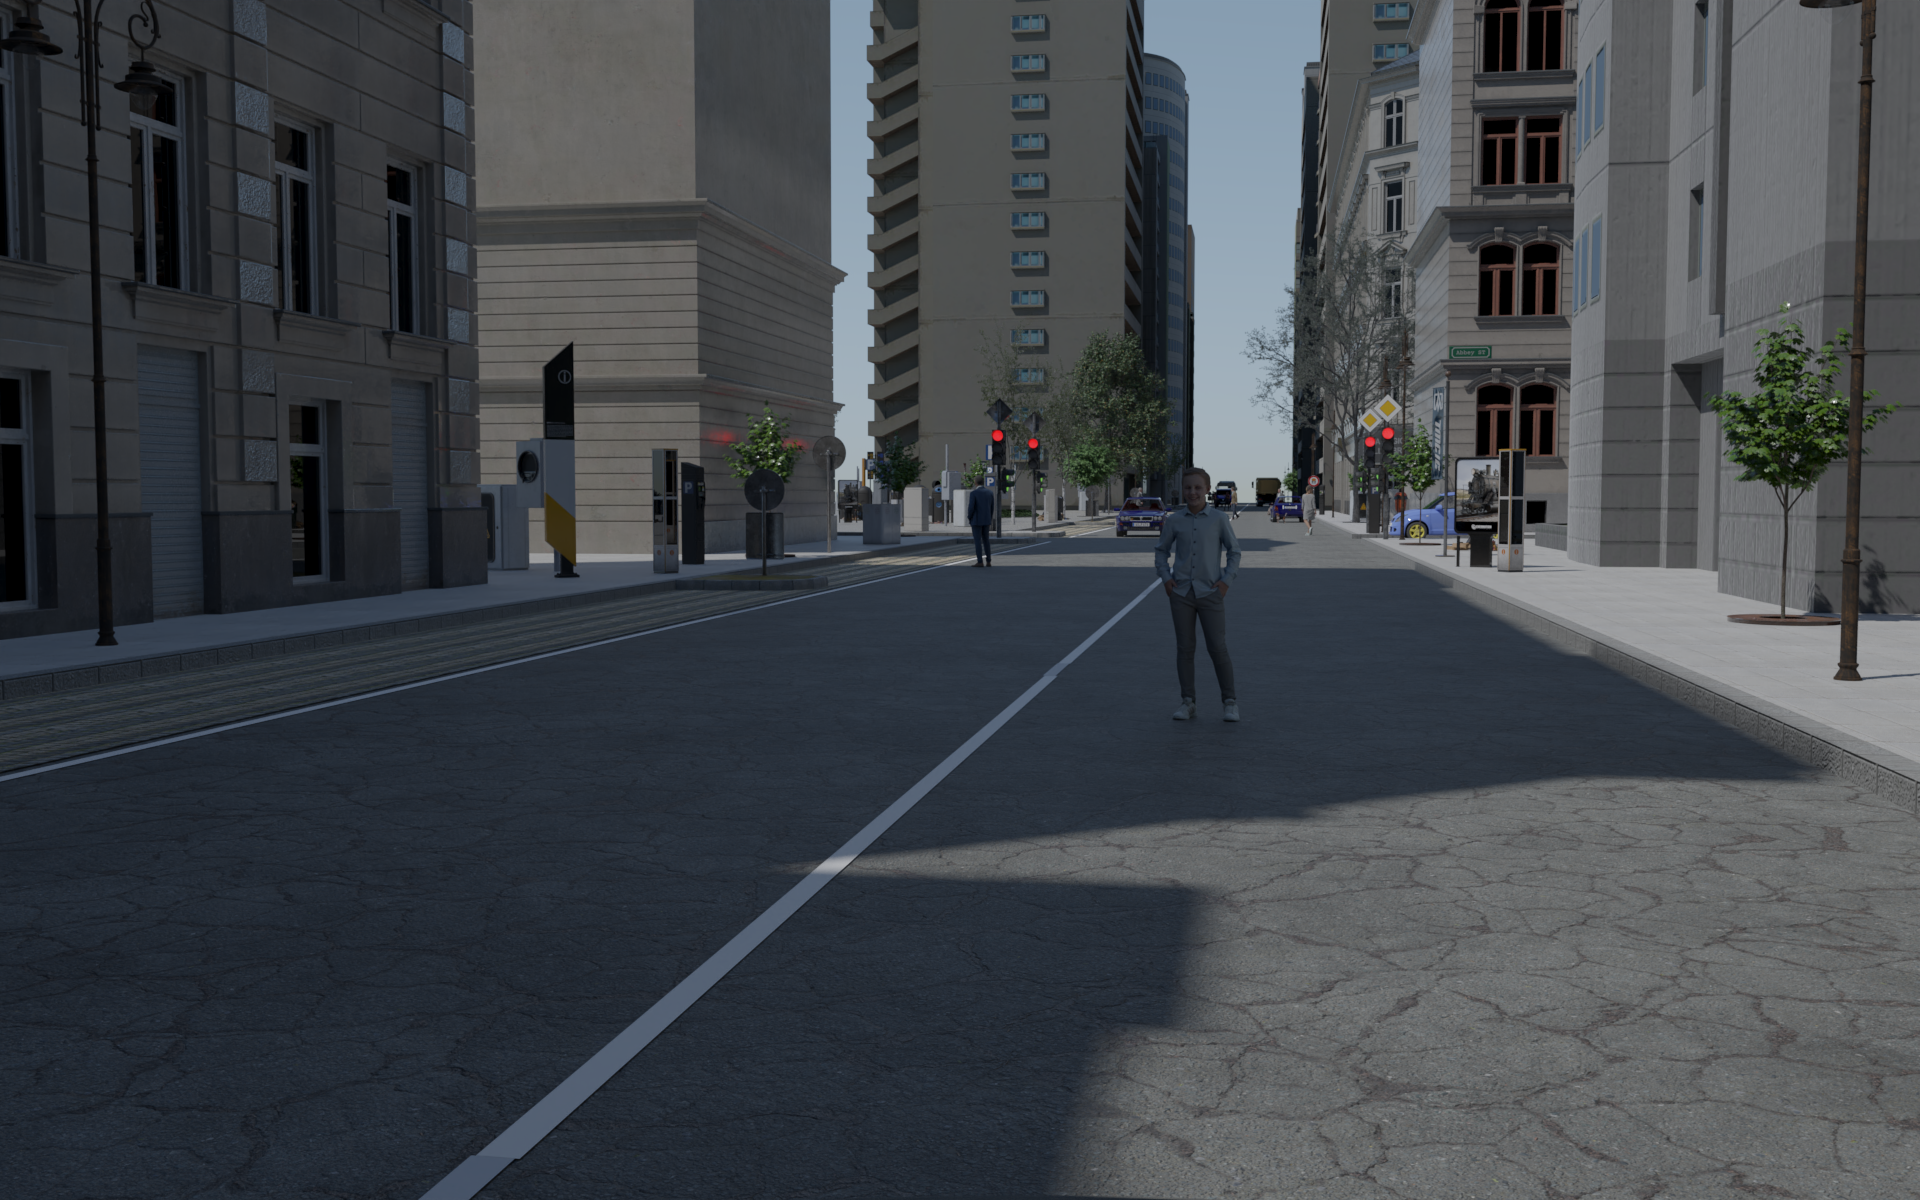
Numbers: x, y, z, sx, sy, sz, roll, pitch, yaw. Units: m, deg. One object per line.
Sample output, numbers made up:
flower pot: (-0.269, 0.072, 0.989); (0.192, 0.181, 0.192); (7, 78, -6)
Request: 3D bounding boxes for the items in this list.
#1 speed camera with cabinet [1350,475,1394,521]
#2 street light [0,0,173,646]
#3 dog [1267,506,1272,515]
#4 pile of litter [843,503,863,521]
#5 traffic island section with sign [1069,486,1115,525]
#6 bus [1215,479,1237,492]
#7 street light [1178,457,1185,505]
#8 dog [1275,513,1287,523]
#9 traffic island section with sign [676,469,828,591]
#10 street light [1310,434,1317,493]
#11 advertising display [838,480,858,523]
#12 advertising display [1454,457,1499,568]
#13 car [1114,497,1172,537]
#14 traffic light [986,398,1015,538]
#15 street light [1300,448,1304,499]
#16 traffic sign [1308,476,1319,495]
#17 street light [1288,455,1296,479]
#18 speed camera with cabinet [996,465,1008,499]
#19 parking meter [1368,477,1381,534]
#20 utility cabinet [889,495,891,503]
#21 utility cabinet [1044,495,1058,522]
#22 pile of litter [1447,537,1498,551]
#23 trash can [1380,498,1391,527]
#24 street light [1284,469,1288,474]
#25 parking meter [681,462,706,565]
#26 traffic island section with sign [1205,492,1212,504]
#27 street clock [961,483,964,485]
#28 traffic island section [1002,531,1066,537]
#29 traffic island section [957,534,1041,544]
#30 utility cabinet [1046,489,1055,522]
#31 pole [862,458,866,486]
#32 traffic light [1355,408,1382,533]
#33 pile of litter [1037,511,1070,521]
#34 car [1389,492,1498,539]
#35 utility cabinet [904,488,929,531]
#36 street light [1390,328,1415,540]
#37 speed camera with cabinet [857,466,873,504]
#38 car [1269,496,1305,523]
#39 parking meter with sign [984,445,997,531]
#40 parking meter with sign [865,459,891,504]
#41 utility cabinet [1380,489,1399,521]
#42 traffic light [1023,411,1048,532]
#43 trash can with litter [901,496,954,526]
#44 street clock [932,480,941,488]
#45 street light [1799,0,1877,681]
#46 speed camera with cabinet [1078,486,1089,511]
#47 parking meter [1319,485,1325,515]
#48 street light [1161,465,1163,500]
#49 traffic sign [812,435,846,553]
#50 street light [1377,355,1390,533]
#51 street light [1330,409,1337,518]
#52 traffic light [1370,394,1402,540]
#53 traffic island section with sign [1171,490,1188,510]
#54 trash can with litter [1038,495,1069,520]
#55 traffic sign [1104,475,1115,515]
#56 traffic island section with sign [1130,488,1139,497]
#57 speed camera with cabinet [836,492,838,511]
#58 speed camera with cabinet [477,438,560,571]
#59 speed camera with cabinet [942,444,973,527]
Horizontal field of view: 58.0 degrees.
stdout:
speed camera with cabinet: (19.904, -5.462, 83.639); (2.038, 3.252, 0.660); (-1, 4, -12)
street light: (-7.241, -2.552, 14.519); (0.468, 5.910, 1.993); (1, 4, 10)
dog: (20.942, -6.156, 117.491); (0.800, 0.831, 0.513); (0, 4, -8)
pile of litter: (-5.175, -4.251, 83.472); (1.176, 0.858, 1.719); (2, 4, 27)
traffic island section with sign: (6.113, -4.340, 79.589); (1.989, 1.847, 2.006); (1, 4, 10)
bus: (36.432, -14.794, 236.739); (2.948, 3.499, 13.247); (1, 4, 9)
street light: (27.890, -14.906, 216.504); (0.468, 5.910, 1.993); (1, 4, 10)
dog: (15.700, -3.999, 84.679); (0.406, 0.507, 0.540); (2, 4, 31)
traffic island section with sign: (-3.099, -1.093, 26.498); (1.989, 1.847, 2.006); (1, 4, 10)
street light: (26.994, -9.783, 132.740); (0.468, 5.910, 1.993); (1, 4, 10)
advertising display: (-5.013, -4.422, 77.507); (0.974, 1.923, 0.123); (-2, 4, -30)
advertising display: (9.106, -1.529, 30.216); (0.974, 1.923, 0.123); (3, 5, 40)
car: (6.241, -2.837, 58.972); (1.945, 1.354, 3.894); (0, 4, 8)
traffic light: (1.162, -3.778, 50.694); (0.839, 4.253, 0.868); (1, 4, 10)
street light: (33.334, -12.007, 169.109); (0.468, 5.910, 1.993); (1, 4, 10)
traffic sign: (24.271, -7.262, 118.842); (0.768, 2.556, 0.104); (1, 4, 19)
street light: (41.235, -14.774, 214.335); (0.468, 5.910, 1.993); (1, 4, 10)
speed camera with cabinet: (1.204, -5.151, 78.547); (2.038, 3.252, 0.660); (-2, 4, -32)
parking meter: (13.395, -3.077, 56.023); (0.399, 1.863, 0.255); (1, 4, 14)
utility cabinet: (-5.187, -6.439, 116.433); (1.020, 1.237, 0.306); (-1, 4, -9)
utility cabinet: (4.193, -4.198, 79.798); (0.306, 1.237, 1.020); (-1, 4, -19)
pile of litter: (11.776, -1.560, 39.477); (1.176, 0.858, 1.719); (0, 4, -5)
trash can: (16.665, -3.471, 68.407); (0.748, 1.137, 0.748); (0, 3, 0)
street light: (47.513, -16.999, 250.715); (0.468, 5.910, 1.993); (1, 4, 10)
parking meter: (-4.859, -1.581, 31.563); (0.399, 1.863, 0.255); (2, 4, 28)
traffic island section with sign: (38.284, -15.690, 265.152); (1.989, 1.847, 2.006); (1, 4, 10)
street clock: (0.118, -7.452, 126.413); (0.358, 2.002, 0.471); (-2, 4, -33)
traffic island section: (2.488, -2.228, 58.703); (2.009, 0.180, 2.903); (1, 4, 10)
traffic island section: (1.124, -1.746, 50.835); (2.009, 0.180, 2.903); (1, 4, 10)
utility cabinet: (4.055, -4.238, 77.962); (0.318, 1.500, 1.173); (0, 4, -3)
pole: (-5.457, -6.389, 98.297); (0.158, 3.312, 0.155); (0, 3, 0)
traffic light: (13.379, -4.146, 56.703); (0.839, 4.253, 0.868); (1, 4, 10)
pile of litter: (4.862, -4.578, 88.811); (1.719, 0.858, 1.176); (0, 4, 6)
car: (14.967, -2.637, 52.709); (3.694, 1.707, 1.945); (1, 4, 9)
utility cabinet: (-1.492, -3.110, 59.533); (0.318, 1.500, 1.173); (-2, 4, -33)
street light: (12.368, -4.617, 48.269); (0.468, 5.910, 1.993); (1, 4, 10)
speed camera with cabinet: (-6.641, -7.817, 122.140); (0.660, 3.252, 2.038); (-3, 5, -44)
car: (16.783, -4.646, 88.544); (1.945, 1.354, 3.894); (1, 4, 8)
parking meter with sign: (1.066, -3.916, 60.289); (0.543, 3.016, 1.738); (0, 4, 8)
parking meter with sign: (-3.958, -5.469, 85.685); (0.543, 3.016, 1.738); (-3, 4, -38)
utility cabinet: (20.308, -4.509, 82.404); (0.318, 1.500, 1.173); (-3, 4, -37)
traffic light: (2.526, -4.259, 58.562); (0.839, 4.253, 0.868); (1, 4, 10)
trash can with litter: (-1.140, -3.891, 74.667); (1.678, 1.210, 2.233); (-3, 5, -40)
street clock: (-1.252, -5.348, 92.003); (0.358, 2.002, 0.471); (3, 5, 43)
street light: (6.127, -2.384, 11.773); (0.468, 5.910, 1.993); (1, 4, 10)
speed camera with cabinet: (9.447, -8.461, 132.668); (0.660, 3.252, 2.038); (0, 4, -3)
parking meter: (22.295, -6.173, 106.633); (0.255, 1.863, 0.399); (2, 4, 31)
street light: (19.948, -12.121, 170.960); (0.468, 5.910, 1.993); (1, 4, 10)
traffic sign: (-2.848, -2.294, 37.619); (0.768, 2.556, 0.104); (1, 4, 14)
street light: (14.105, -5.185, 57.557); (0.468, 5.910, 1.993); (1, 4, 10)
street light: (20.276, -7.411, 93.956); (0.468, 5.910, 1.993); (1, 4, 10)
traffic light: (12.015, -3.664, 48.835); (0.839, 4.253, 0.868); (1, 4, 10)
traffic island section with sign: (19.579, -9.088, 157.219); (1.989, 1.847, 2.006); (1, 4, 10)
trash can with litter: (4.632, -4.619, 86.574); (2.233, 1.210, 1.678); (-3, 5, -44)
traffic sign: (9.223, -6.554, 107.261); (0.768, 2.556, 0.104); (1, 4, 16)
traffic island section with sign: (10.897, -6.027, 107.176); (1.989, 1.847, 2.006); (1, 4, 10)
speed camera with cabinet: (-8.517, -8.511, 133.486); (2.038, 3.252, 0.660); (1, 4, 11)
speed camera with cabinet: (-7.435, -2.122, 29.036); (2.038, 3.252, 0.660); (3, 5, 40)
speed camera with cabinet: (-0.031, -4.525, 68.316); (0.660, 3.252, 2.038); (-2, 4, -27)
